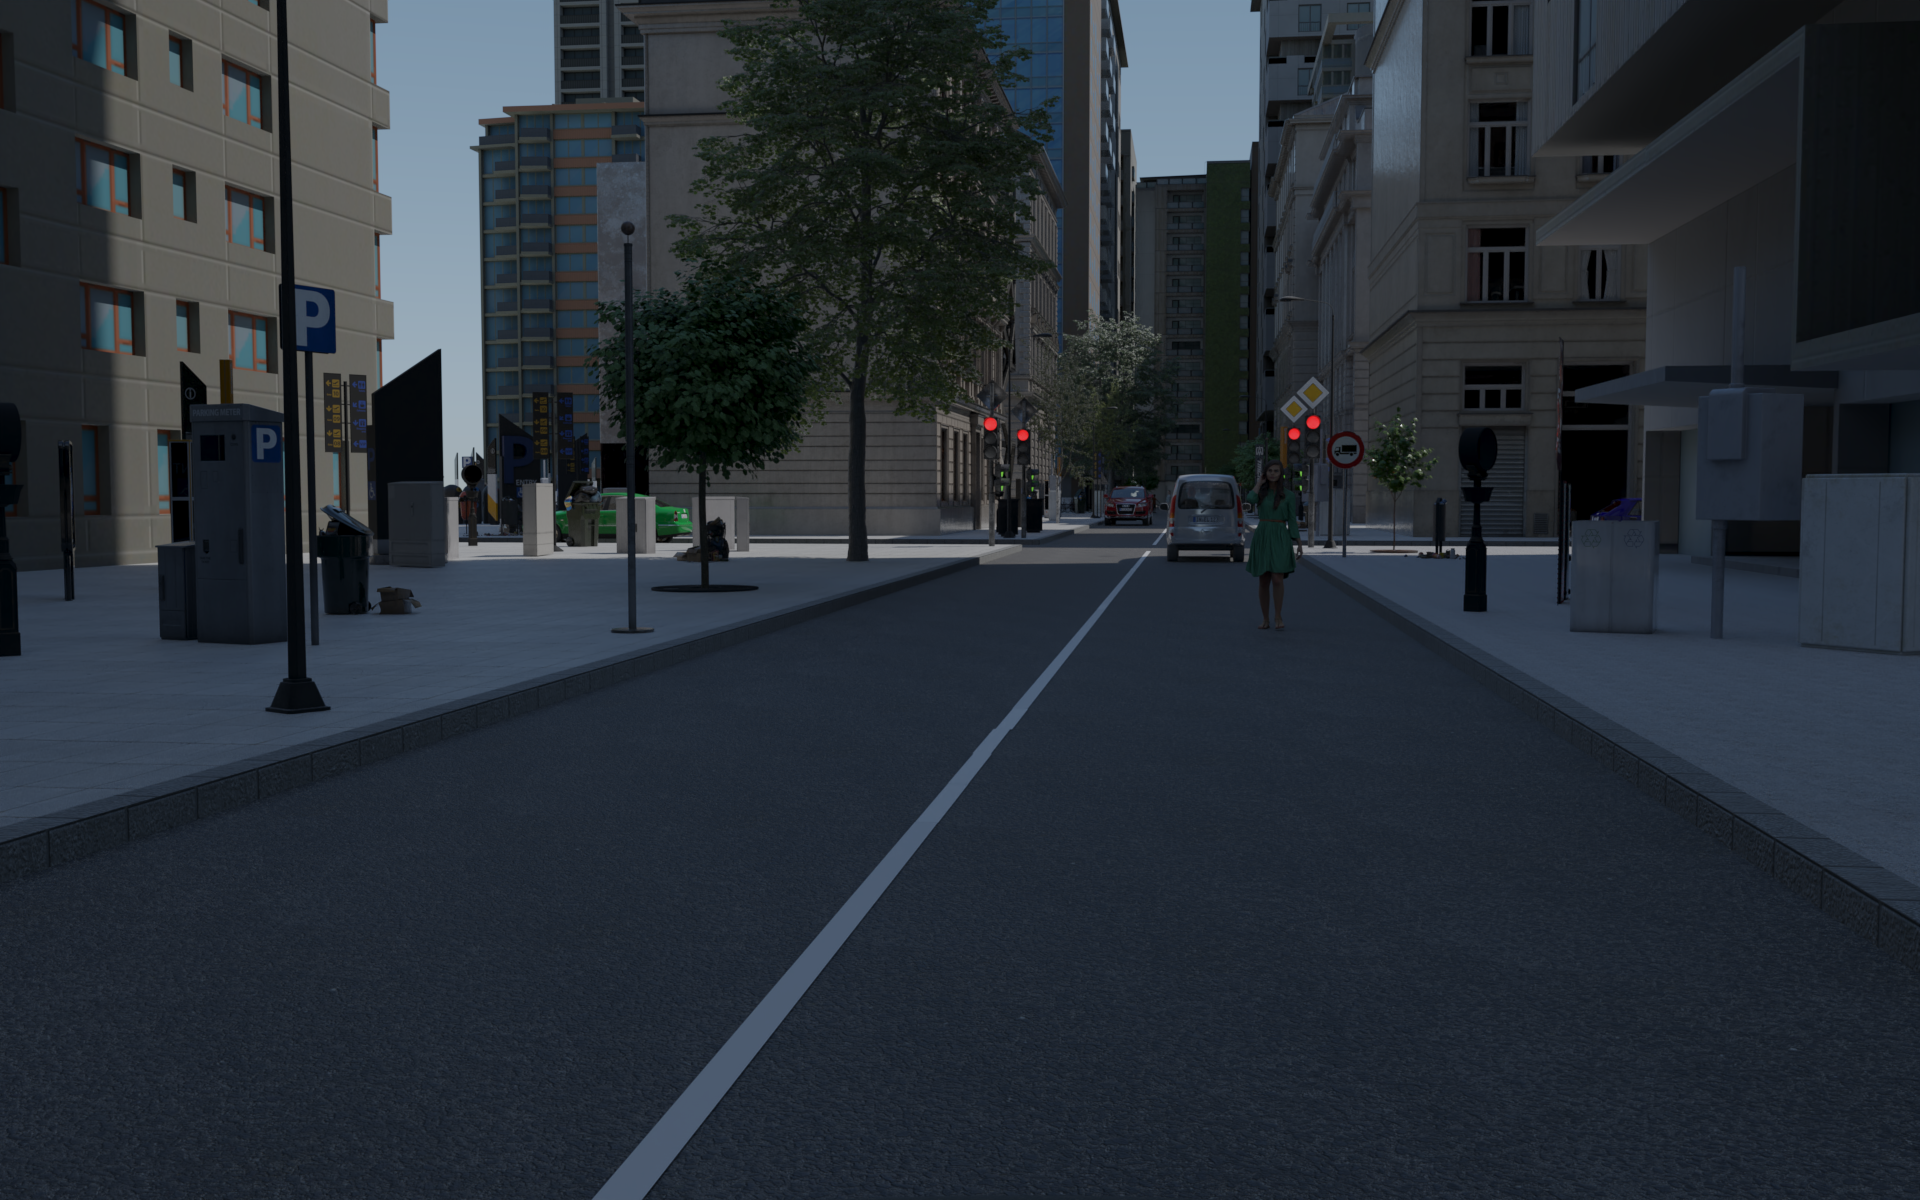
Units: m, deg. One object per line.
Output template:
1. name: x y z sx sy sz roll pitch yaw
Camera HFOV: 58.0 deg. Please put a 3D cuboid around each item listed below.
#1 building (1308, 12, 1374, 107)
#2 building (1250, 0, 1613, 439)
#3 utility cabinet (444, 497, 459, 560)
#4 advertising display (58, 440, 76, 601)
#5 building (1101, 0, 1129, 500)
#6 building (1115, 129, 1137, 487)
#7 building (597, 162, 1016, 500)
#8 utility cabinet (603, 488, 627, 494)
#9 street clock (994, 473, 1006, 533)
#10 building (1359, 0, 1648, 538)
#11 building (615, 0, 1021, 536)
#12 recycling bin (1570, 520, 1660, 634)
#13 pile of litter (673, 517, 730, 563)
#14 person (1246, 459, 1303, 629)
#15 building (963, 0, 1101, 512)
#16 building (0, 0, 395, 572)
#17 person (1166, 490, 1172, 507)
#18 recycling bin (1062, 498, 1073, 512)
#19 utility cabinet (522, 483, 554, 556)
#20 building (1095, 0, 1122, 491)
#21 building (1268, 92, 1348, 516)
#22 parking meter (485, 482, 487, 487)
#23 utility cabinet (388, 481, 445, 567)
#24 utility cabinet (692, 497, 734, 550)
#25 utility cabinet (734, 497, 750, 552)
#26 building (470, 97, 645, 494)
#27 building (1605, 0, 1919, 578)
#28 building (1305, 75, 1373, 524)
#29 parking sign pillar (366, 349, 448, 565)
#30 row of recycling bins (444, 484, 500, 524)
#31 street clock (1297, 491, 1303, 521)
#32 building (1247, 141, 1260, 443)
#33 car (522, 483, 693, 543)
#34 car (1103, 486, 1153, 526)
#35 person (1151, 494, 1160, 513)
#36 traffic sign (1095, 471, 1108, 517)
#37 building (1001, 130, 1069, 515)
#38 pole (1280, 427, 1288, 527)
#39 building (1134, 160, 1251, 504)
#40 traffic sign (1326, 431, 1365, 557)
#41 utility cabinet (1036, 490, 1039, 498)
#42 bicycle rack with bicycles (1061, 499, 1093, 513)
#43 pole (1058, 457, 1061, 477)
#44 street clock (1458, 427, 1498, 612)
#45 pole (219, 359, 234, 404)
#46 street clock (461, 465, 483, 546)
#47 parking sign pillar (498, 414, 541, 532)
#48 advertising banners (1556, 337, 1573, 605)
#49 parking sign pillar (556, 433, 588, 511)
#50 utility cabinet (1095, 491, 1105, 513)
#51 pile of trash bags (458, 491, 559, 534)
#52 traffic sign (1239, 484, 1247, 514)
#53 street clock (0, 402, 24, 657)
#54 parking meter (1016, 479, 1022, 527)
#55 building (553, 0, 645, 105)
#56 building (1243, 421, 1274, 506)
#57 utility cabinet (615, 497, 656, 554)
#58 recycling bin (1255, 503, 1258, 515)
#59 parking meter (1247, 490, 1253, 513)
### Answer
1. building: 40.152 -27.084 134.706 32.217 40.220 23.993 0 4 8
2. building: 41.548 -34.913 160.066 28.713 52.752 27.495 0 4 8
3. utility cabinet: -10.118 -1.401 34.064 0.306 1.237 1.020 0 4 -4
4. advertising display: -10.880 -0.973 21.120 0.123 1.923 0.974 -2 4 -25
5. building: 3.598 -36.491 185.868 27.495 52.752 28.713 0 4 8
6. building: 11.536 -36.530 220.966 21.600 48.544 21.300 0 4 8
7. building: -5.954 -13.045 80.730 16.820 18.784 16.811 0 4 8
8. utility cabinet: -12.229 -3.264 62.047 1.173 1.500 0.318 2 4 27
9. street clock: 1.308 -3.257 57.815 0.471 2.002 0.358 -1 4 -8
10. building: 28.544 -13.624 56.034 30.059 22.955 16.112 0 4 8
11. building: -4.047 -12.089 62.281 10.561 19.102 19.286 0 4 8
12. recycling bin: 6.152 -0.227 16.265 0.722 1.027 0.722 2 4 26
13. pile of litter: -4.940 -1.176 33.194 1.176 0.858 1.719 1 4 10
14. person: 3.311 -0.584 18.297 0.600 1.795 0.529 0 4 5
15. building: 3.418 -29.507 132.557 14.600 45.320 14.200 0 4 8
16. building: -29.827 -11.295 29.719 28.899 21.520 27.650 0 4 8
17. person: 14.049 -6.533 116.311 0.522 1.701 0.512 -3 5 -45
18. recycling bin: 7.747 -6.874 124.945 0.722 1.027 0.722 1 4 13
19. utility cabinet: -8.778 -1.671 35.994 0.318 1.500 1.173 0 4 3
20. building: 2.336 -32.759 155.221 23.786 49.044 30.456 0 4 8
21. building: 26.210 -19.110 109.708 12.463 27.353 25.104 0 4 8
22. parking meter: -23.861 -4.962 86.841 0.255 1.863 0.399 -1 4 -16
23. utility cabinet: -9.542 -1.327 30.368 1.173 1.500 0.318 2 4 35
24. utility cabinet: -5.654 -1.746 39.714 0.306 1.237 1.020 3 5 44
25. utility cabinet: -4.888 -1.704 39.029 0.306 1.237 1.020 0 4 -7
26. building: -37.977 -33.007 194.291 28.867 44.769 22.147 0 4 8
27. building: 24.035 -26.482 22.212 28.713 52.752 27.495 0 4 8
28. building: 24.399 -14.883 85.139 13.314 21.916 24.055 0 4 8
29. parking sign pillar: -10.209 -2.655 31.875 1.447 3.967 1.447 -3 5 -41
30. row of recycling bins: -20.599 -4.128 74.599 3.534 1.692 1.069 -3 4 -38
31. street clock: 16.345 -4.798 83.011 0.358 2.002 0.471 3 4 36
32. building: 42.840 -34.482 213.896 14.200 45.320 14.600 0 4 8
33. car: -9.886 -2.427 48.480 4.718 1.807 1.959 0 4 7
34. car: 7.818 -4.363 80.012 2.281 1.827 5.304 1 4 9
35. person: 14.614 -7.235 130.045 0.557 1.426 1.065 -2 4 -34
36. traffic sign: 7.692 -5.797 94.778 0.884 2.594 0.081 1 4 11
37. building: 0.250 -16.820 103.891 11.050 23.489 19.941 0 4 8
38. pole: 9.781 -3.579 52.367 0.158 3.312 0.155 0 3 0
39. building: 28.769 -32.533 215.501 14.086 41.232 14.154 0 4 8
40. traffic sign: 7.794 -2.137 35.052 0.768 2.556 0.104 1 4 13
41. utility cabinet: 3.579 -4.941 89.466 0.318 1.500 1.173 3 5 40
42. bicycle rack with bicycles: 7.706 -6.424 118.415 2.925 0.926 2.852 -1 4 -11
43. pole: 5.496 -6.236 95.795 0.158 3.312 0.155 0 3 0
44. street clock: 5.630 -0.874 18.868 0.358 2.002 0.471 3 5 44
45. pole: -11.128 -1.989 26.356 0.158 3.312 0.155 0 3 0
46. street clock: -12.038 -2.335 42.742 0.471 2.002 0.358 -2 4 -32
47. parking sign pillar: -14.772 -4.261 58.141 1.447 3.967 1.447 -2 4 -27
48. advertising banners: 7.086 -1.477 20.331 0.090 3.025 2.074 2 4 23
49. parking sign pillar: -16.978 -5.341 75.804 1.447 3.967 1.447 -1 4 -22
50. utility cabinet: 9.442 -6.581 116.283 0.318 1.500 1.173 -1 4 -22
51. pile of trash bags: -14.421 -2.814 55.758 3.447 1.369 1.912 0 4 0
52. traffic sign: 18.144 -6.716 109.816 0.884 2.594 0.081 1 4 14
53. street clock: -7.581 -0.558 13.688 0.358 2.002 0.471 -3 5 -43
54. parking meter: 2.346 -3.724 66.594 0.255 1.863 0.399 3 5 42
55. building: -40.208 -48.276 227.571 20.611 71.187 20.563 0 4 8
56. building: 40.612 -45.603 183.858 20.563 71.187 20.611 0 4 8
57. utility cabinet: -7.030 -1.612 37.519 1.020 1.237 0.306 3 5 41
58. recycling bin: 18.411 -5.672 105.298 0.722 1.027 0.722 3 5 43
59. parking meter: 19.448 -6.740 115.909 0.399 1.863 0.255 1 4 9
